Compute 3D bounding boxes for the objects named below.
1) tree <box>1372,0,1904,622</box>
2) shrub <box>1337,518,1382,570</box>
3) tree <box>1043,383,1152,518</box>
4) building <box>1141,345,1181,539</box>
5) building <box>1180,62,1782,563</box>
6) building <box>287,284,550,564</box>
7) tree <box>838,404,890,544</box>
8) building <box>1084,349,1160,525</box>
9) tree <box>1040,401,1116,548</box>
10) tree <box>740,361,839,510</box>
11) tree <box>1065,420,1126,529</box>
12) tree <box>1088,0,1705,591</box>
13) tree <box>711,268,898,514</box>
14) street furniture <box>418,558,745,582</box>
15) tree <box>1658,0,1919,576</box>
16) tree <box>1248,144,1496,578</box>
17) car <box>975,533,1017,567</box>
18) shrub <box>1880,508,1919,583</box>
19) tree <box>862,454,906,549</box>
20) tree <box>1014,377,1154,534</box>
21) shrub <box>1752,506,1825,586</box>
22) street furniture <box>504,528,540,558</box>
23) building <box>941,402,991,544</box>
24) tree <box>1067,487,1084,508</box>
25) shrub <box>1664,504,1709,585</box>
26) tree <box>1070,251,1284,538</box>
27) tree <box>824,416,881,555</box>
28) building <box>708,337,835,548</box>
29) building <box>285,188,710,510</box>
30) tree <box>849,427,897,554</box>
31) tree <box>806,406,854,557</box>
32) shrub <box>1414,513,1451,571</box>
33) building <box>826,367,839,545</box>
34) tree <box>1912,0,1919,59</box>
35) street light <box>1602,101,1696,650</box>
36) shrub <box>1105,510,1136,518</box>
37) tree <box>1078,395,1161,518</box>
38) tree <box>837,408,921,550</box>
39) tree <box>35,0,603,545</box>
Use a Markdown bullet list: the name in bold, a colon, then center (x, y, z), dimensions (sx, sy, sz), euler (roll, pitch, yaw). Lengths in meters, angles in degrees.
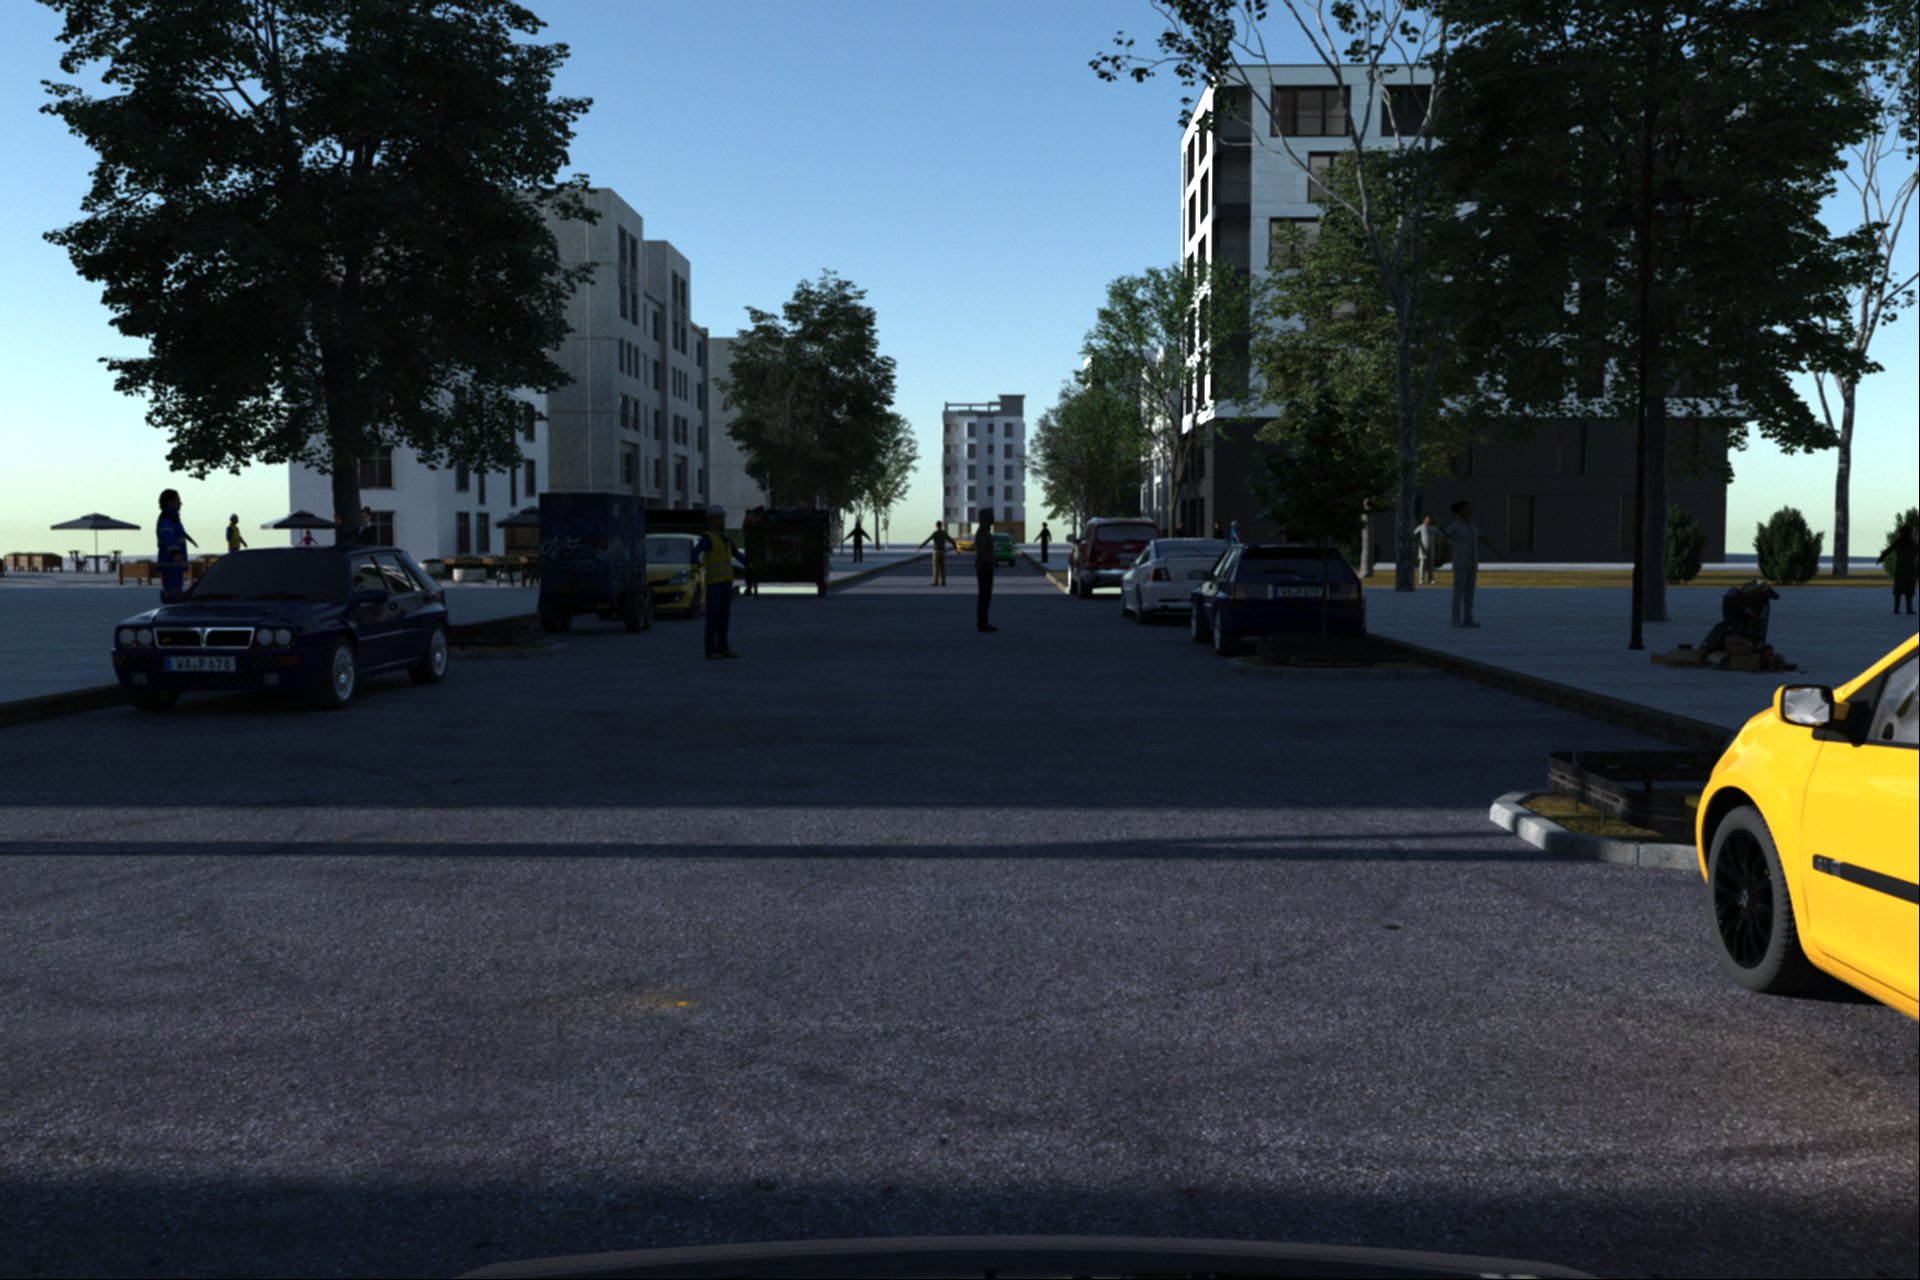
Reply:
- **tree**: center (9.817, -6.546, 25.148), dimensions (7.486, 12.596, 7.792), euler (0, 3, 0)
- **shrub**: center (14.102, -3.502, 61.304), dimensions (1.661, 2.075, 1.752), euler (0, 3, 0)
- **tree**: center (9.429, -11.779, 118.337), dimensions (9.928, 11.665, 9.643), euler (0, 3, 0)
- **building**: center (27.569, -18.608, 170.705), dimensions (16.747, 18.905, 31.486), euler (0, 4, 1)
- **building**: center (25.431, -15.161, 91.862), dimensions (27.936, 21.610, 32.646), euler (0, 4, 1)
- **building**: center (-21.651, -7.971, 72.481), dimensions (9.099, 9.664, 28.070), euler (0, 4, 2)
- **tree**: center (-15.591, -23.260, 236.194), dimensions (12.611, 20.169, 13.585), euler (0, 3, 0)
- **building**: center (28.709, -22.250, 207.768), dimensions (27.936, 21.610, 32.646), euler (0, 4, 1)
- **tree**: center (10.118, -14.042, 147.713), dimensions (7.486, 12.596, 7.792), euler (0, 3, 0)
- **tree**: center (-7.482, -7.513, 73.198), dimensions (4.360, 8.622, 3.978), euler (0, 3, 0)
- **tree**: center (8.156, -9.691, 108.813), dimensions (4.360, 8.622, 3.978), euler (0, 3, 0)
- **tree**: center (9.089, -11.076, 36.976), dimensions (12.611, 20.169, 13.585), euler (0, 3, 0)
- **tree**: center (-7.396, -10.898, 84.837), dimensions (9.857, 13.997, 8.962), euler (0, 3, 0)
- **street furniture**: center (-11.120, -1.970, 47.832), dimensions (10.072, 0.657, 5.734), euler (0, 4, 8)
- **tree**: center (27.743, -12.130, 54.214), dimensions (12.611, 20.169, 13.585), euler (0, 3, 0)
- **tree**: center (12.225, -8.140, 51.215), dimensions (7.486, 12.596, 7.792), euler (0, 3, 0)
- **car**: center (1.573, -4.198, 77.439), dimensions (1.959, 1.807, 4.718), euler (0, 4, 1)
- **shrub**: center (25.046, -2.511, 45.466), dimensions (1.690, 2.028, 1.600), euler (0, 3, 0)
- **tree**: center (-6.379, -11.901, 144.938), dimensions (4.737, 8.622, 4.395), euler (0, 3, 0)
- **tree**: center (9.229, -13.518, 131.381), dimensions (12.009, 13.543, 11.850), euler (0, 3, 0)
- **shrub**: center (20.594, -2.364, 43.070), dimensions (1.690, 2.028, 1.600), euler (0, 3, 0)
- **street furniture**: center (-11.956, -3.334, 61.360), dimensions (9.812, 1.723, 11.010), euler (0, 4, -7)
- **building**: center (-2.177, -23.248, 238.974), dimensions (11.380, 20.090, 16.016), euler (0, 4, -2)
- **tree**: center (17.383, -18.803, 233.185), dimensions (9.928, 11.665, 9.643), euler (0, 3, 0)
- **shrub**: center (17.940, -2.423, 43.662), dimensions (1.661, 2.075, 1.752), euler (0, 3, 0)
- **tree**: center (7.961, -8.411, 63.278), dimensions (9.928, 11.665, 9.643), euler (0, 3, 0)
- **tree**: center (-7.048, -9.464, 105.094), dimensions (4.737, 8.622, 4.395), euler (0, 3, 0)
- **building**: center (-22.551, -18.675, 171.795), dimensions (16.747, 18.905, 31.486), euler (0, 4, 2)
- **building**: center (-25.994, -14.572, 104.707), dimensions (16.747, 18.905, 31.486), euler (0, 4, 1)
- **tree**: center (-6.808, -9.966, 113.312), dimensions (4.360, 8.622, 3.978), euler (0, 3, 0)
- **tree**: center (-6.951, -8.929, 96.355), dimensions (4.360, 8.622, 3.978), euler (0, 3, 0)
- **shrub**: center (16.176, -3.394, 59.912), dimensions (1.690, 2.028, 1.600), euler (0, 3, 0)
- **building**: center (-19.795, -20.721, 195.213), dimensions (16.016, 20.090, 11.380), euler (0, 4, 1)
- **tree**: center (9.475, -6.273, 9.216), dimensions (9.857, 13.997, 8.962), euler (0, 3, 0)
- **street light**: center (7.536, -2.834, 19.118), dimensions (0.468, 5.910, 1.993), euler (0, 4, 1)
- **shrub**: center (5.131, -3.174, 55.940), dimensions (1.661, 2.075, 1.752), euler (0, 3, 0)
- **tree**: center (8.024, -8.525, 89.740), dimensions (4.737, 8.622, 4.395), euler (0, 3, 0)
- **tree**: center (-6.633, -12.851, 135.864), dimensions (9.928, 11.665, 9.643), euler (0, 3, 0)
- **tree**: center (-11.092, -7.592, 30.786), dimensions (9.857, 13.997, 8.962), euler (0, 3, 0)
